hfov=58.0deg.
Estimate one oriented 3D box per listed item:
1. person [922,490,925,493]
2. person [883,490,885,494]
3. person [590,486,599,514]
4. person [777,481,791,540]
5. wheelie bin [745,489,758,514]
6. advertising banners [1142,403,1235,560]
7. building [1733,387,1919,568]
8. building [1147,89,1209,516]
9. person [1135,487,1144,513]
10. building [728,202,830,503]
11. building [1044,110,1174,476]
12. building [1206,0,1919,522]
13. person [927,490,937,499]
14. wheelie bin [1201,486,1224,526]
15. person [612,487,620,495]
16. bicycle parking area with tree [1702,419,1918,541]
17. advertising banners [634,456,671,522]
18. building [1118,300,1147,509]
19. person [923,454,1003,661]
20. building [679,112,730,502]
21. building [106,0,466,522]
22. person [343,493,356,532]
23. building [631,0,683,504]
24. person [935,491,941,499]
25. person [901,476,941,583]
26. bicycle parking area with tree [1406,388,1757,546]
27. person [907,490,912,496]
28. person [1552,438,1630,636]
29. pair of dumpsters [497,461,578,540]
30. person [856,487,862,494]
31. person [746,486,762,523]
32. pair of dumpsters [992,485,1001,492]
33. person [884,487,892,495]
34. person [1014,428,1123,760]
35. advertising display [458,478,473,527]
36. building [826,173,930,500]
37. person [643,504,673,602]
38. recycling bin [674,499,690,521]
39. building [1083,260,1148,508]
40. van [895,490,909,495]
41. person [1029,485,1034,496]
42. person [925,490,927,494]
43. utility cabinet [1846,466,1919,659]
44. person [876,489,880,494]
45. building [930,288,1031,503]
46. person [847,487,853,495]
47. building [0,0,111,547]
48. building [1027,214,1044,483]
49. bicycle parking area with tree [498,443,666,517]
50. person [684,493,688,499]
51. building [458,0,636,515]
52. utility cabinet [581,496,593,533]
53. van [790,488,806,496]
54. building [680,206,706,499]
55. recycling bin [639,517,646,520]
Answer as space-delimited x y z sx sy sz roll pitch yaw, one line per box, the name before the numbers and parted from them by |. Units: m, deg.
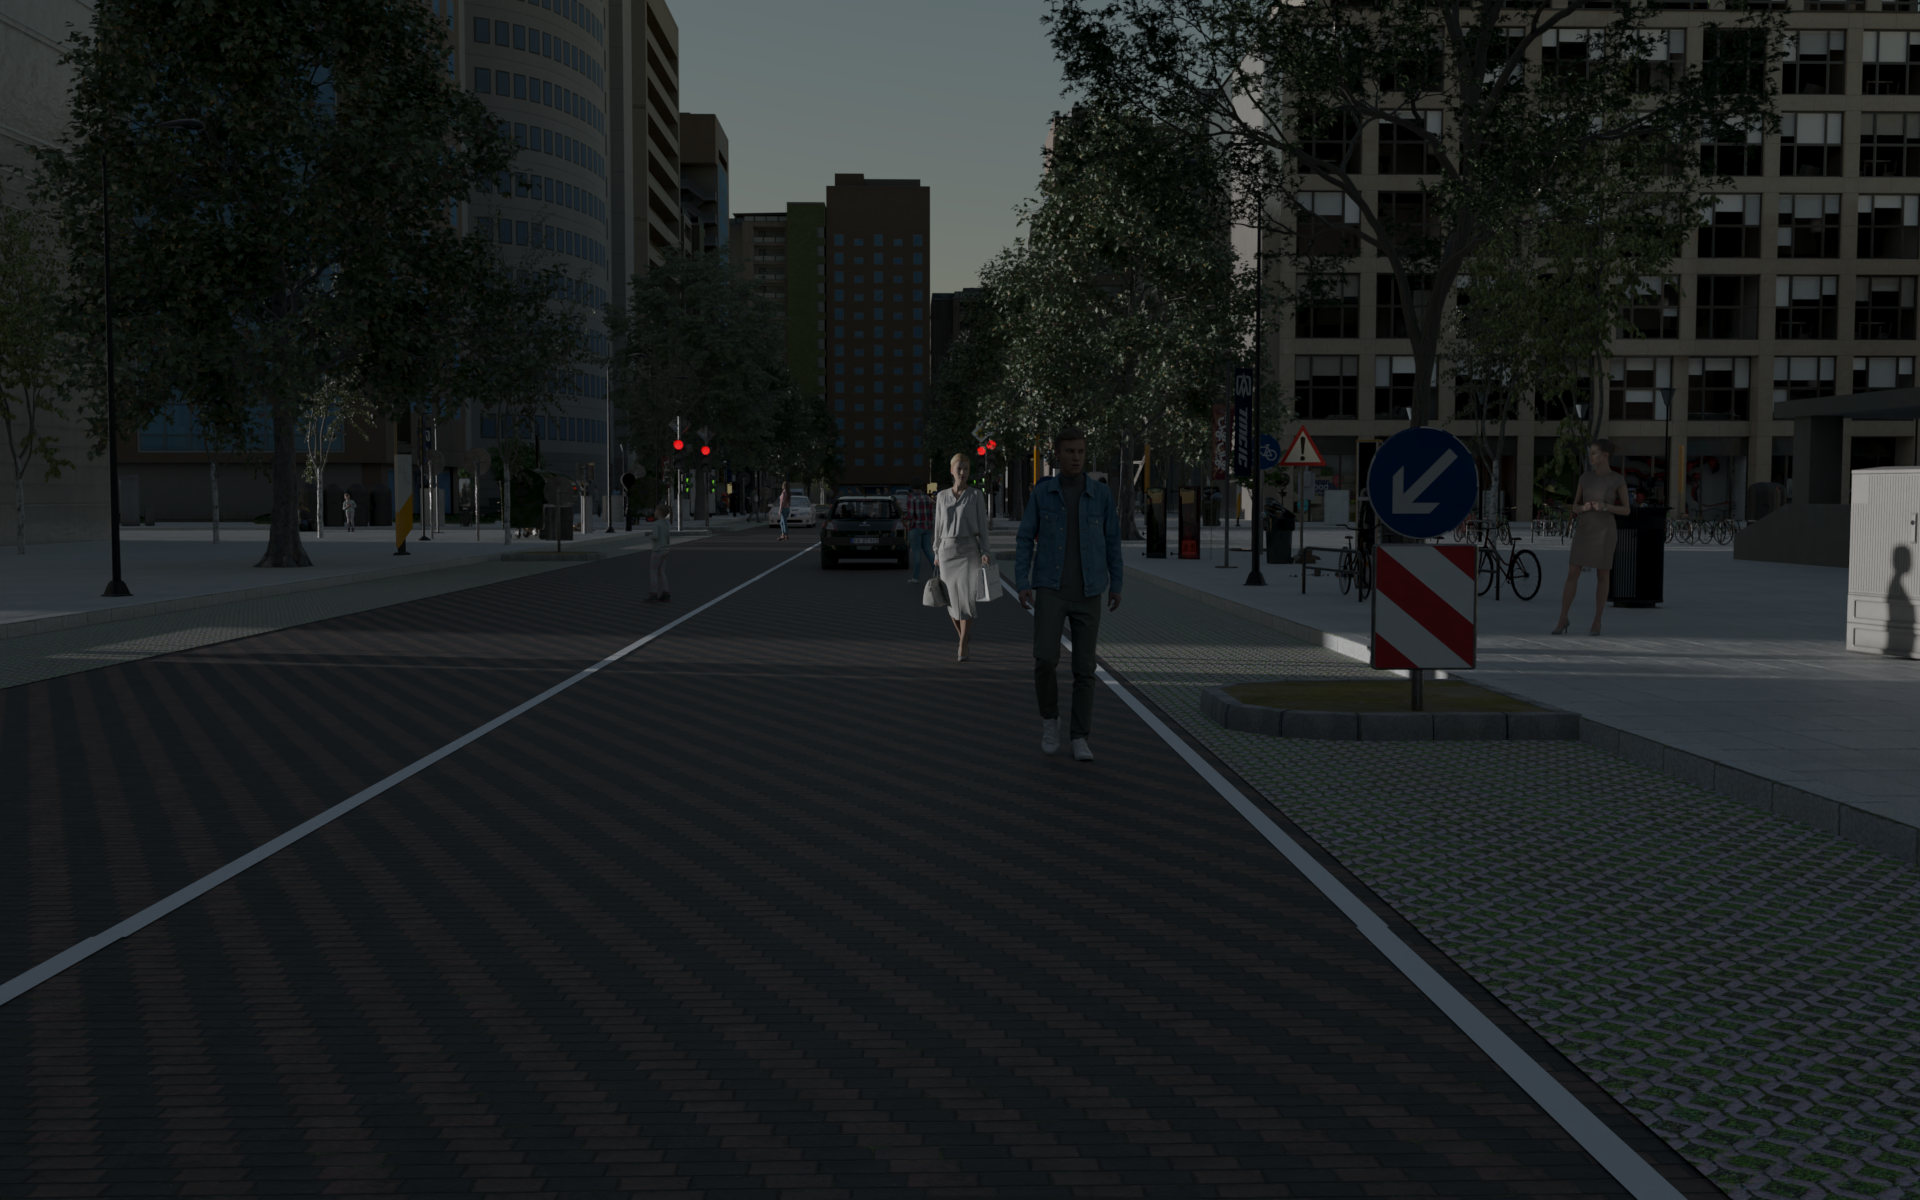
person | -2.965 -8.158 142.065 0.419 1.800 0.721 -2 4 -24
person | -7.583 -9.999 171.974 0.705 1.826 1.348 0 4 7
person | -23.113 -6.310 109.413 0.583 1.804 0.606 0 4 3
person | -5.403 -2.752 53.509 0.388 1.821 0.555 1 4 15
wheelie bin | -13.621 -6.416 112.816 0.980 1.594 0.693 0 4 -1
advertising banners | 4.481 -2.311 33.967 2.074 3.025 0.090 3 4 38
building | 31.544 -20.463 26.457 32.217 40.220 23.993 0 4 -2
building | 19.449 -17.946 111.435 12.078 24.808 19.932 0 4 -2
person | 12.034 -6.685 115.698 0.624 1.780 0.694 3 5 41
building | -25.520 -34.293 244.291 14.086 41.232 14.154 0 4 -2
building | 17.257 -33.733 201.639 14.600 45.320 14.200 0 4 -2
building | 31.285 -17.385 88.755 34.151 26.468 19.350 0 4 -2
person | -2.725 -9.069 156.748 1.348 1.831 0.705 0 4 -2
wheelie bin | 10.004 -3.726 68.829 0.980 1.594 0.693 2 4 28
person | -23.424 -6.822 117.847 0.793 1.790 0.793 2 4 26
bicycle parking area with tree | 28.472 -3.971 51.930 9.016 4.147 8.231 3 5 42
advertising banners | -14.203 -5.087 79.365 2.074 3.025 0.090 -1 4 -14
building | 20.782 -16.427 136.031 16.820 18.784 16.811 0 4 -2
person | 0.050 -0.381 15.080 0.694 1.780 0.624 2 4 32
building | -34.421 -33.642 200.154 14.200 45.320 14.600 0 4 -2
building | -33.022 -26.533 83.919 14.600 45.320 14.200 0 4 -2
person | -20.758 -2.974 58.947 0.425 1.301 0.394 -2 4 -27
building | -36.812 -32.397 153.389 21.300 48.544 21.600 0 4 -2
person | -1.901 -9.591 165.990 1.217 1.739 0.721 -2 4 -35
person | -0.629 -1.130 27.817 0.563 1.720 0.643 -3 5 -42
bicycle parking area with tree | 16.510 -3.636 46.449 8.231 4.147 9.016 0 4 7
person | -4.346 -8.772 151.934 1.348 1.823 0.705 3 5 39
person | 5.723 -0.570 15.706 0.599 1.781 0.374 3 5 39
pair of dumpsters | -12.253 -2.921 50.250 1.574 2.255 4.437 0 4 -2
person | -5.997 -5.661 100.859 0.447 1.846 0.655 1 4 17
person | -10.231 -4.746 86.195 0.850 1.850 0.679 0 4 -8
pair of dumpsters | 3.018 -8.246 137.312 1.574 2.255 4.437 0 4 -2
person | -4.182 -5.606 99.959 0.655 1.846 0.447 2 4 35
person | 0.593 -0.033 9.392 0.601 1.785 0.444 0 4 0
advertising display | -19.434 -3.847 68.112 0.123 1.923 0.974 -3 5 -43
building | -11.389 -36.370 244.752 14.200 45.320 14.600 0 4 -2
person | -4.020 -0.627 23.025 0.394 1.301 0.425 0 4 3
recycling bin | -13.481 -4.360 83.845 0.722 1.027 0.722 -1 4 -13
building | 18.461 -23.980 163.780 14.160 30.474 14.107 0 4 -2
van | -5.737 -10.048 171.290 2.013 2.044 4.112 0 4 -3
person | 2.807 -3.460 65.411 0.444 1.785 0.601 2 4 27
person | -3.325 -10.060 172.989 0.705 1.822 1.348 -2 4 -35
utility cabinet | 7.440 -0.292 13.446 0.318 1.500 1.173 -1 4 -13
person | -5.190 -6.200 110.221 0.624 1.780 0.694 2 4 30
building | 2.757 -28.989 245.667 14.107 30.474 14.160 0 4 -2
person | -6.020 -5.328 95.524 0.836 1.842 0.656 -3 5 -45
building | -44.720 -16.052 38.866 44.131 29.872 17.030 0 4 -2
building | 16.871 -34.336 244.984 14.086 41.232 14.154 0 4 -2
bicycle parking area with tree | -21.632 -6.772 97.718 8.231 4.147 9.016 1 4 11
person | -17.467 -6.441 111.631 0.573 1.790 0.520 1 4 21
building | -34.876 -35.158 116.834 21.231 58.520 28.212 0 4 -2
utility cabinet | -12.260 -2.801 56.955 0.306 1.237 1.020 -1 4 -16
van | -11.294 -6.783 117.909 2.013 2.044 4.112 0 4 -2
building | -33.109 -24.506 172.376 14.160 30.474 14.107 0 4 -2
recycling bin | -15.663 -4.517 86.403 0.722 1.027 0.722 -1 4 -15
